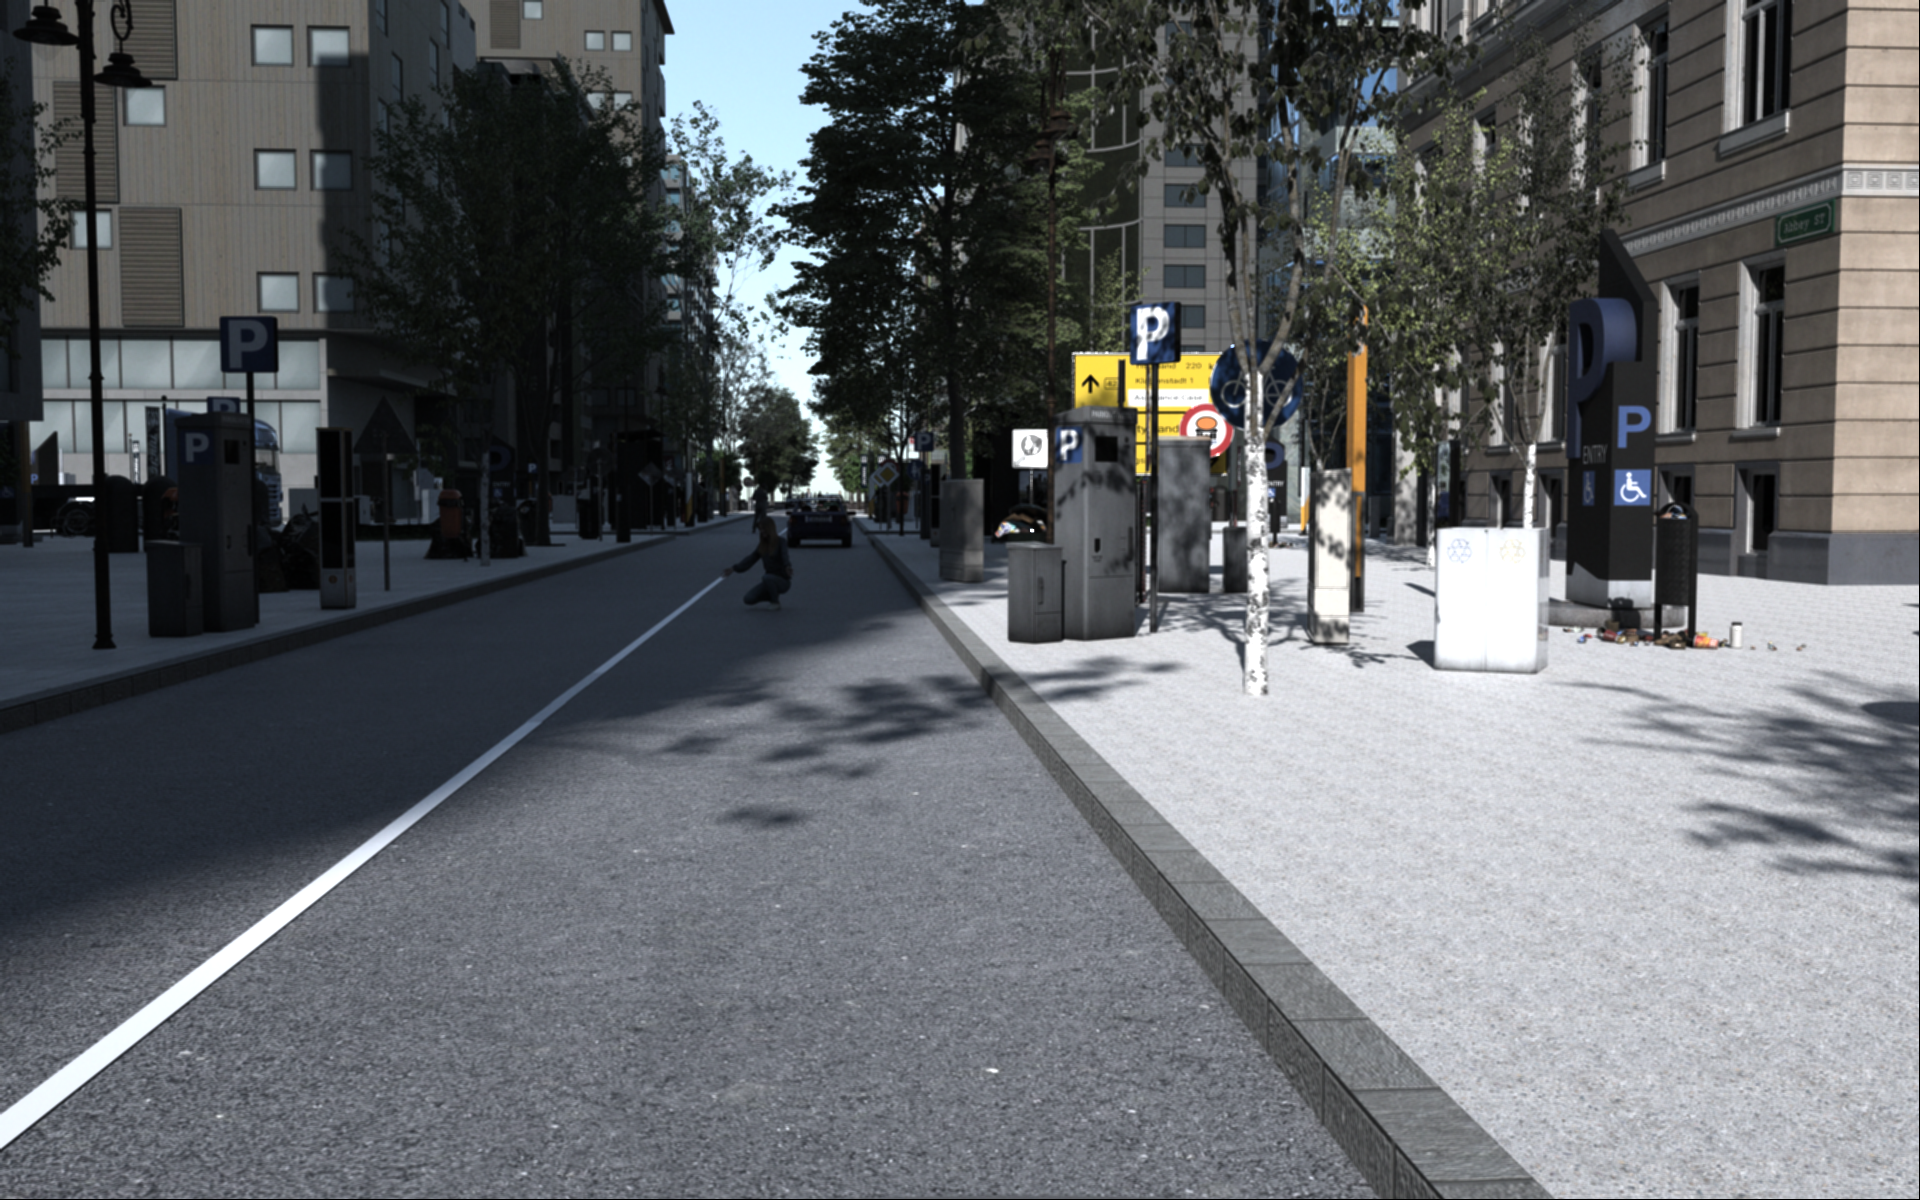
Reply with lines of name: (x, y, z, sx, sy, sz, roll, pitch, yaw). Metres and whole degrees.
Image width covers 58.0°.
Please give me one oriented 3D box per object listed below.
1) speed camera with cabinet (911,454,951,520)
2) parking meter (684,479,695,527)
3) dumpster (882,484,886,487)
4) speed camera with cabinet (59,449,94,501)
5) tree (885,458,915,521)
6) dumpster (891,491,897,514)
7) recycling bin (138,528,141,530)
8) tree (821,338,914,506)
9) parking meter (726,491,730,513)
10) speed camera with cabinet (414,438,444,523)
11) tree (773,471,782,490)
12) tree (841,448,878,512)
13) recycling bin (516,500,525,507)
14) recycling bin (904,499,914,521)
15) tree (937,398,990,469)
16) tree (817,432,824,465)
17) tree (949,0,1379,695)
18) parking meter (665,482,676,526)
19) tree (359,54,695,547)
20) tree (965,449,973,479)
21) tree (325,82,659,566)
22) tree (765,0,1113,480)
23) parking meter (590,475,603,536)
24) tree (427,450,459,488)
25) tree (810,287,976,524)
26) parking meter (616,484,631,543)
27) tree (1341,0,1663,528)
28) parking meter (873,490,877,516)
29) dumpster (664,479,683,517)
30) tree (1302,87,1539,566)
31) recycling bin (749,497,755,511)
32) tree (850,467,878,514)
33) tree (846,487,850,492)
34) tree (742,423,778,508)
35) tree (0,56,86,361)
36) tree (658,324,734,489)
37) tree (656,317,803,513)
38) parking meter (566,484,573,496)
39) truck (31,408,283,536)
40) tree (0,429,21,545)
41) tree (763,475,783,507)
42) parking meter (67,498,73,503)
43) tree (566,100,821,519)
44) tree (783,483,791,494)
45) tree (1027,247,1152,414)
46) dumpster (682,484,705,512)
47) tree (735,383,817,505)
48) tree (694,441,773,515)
speed camera with cabinet: (-1.352, -5.534, 84.823, 2.038, 3.252, 0.660, 0, 4, -3)
parking meter: (-10.674, -3.825, 68.247, 0.399, 1.863, 0.255, 0, 4, 1)
dumpster: (-3.686, -5.644, 94.769, 1.502, 2.255, 1.985, 0, 4, -4)
speed camera with cabinet: (-38.468, -4.972, 75.632, 2.038, 3.252, 0.660, 1, 4, 11)
tree: (-2.804, -5.428, 83.353, 1.663, 3.219, 1.824, 0, 3, 0)
dumpster: (-3.348, -5.202, 90.804, 1.264, 1.857, 1.865, 0, 4, -4)
recycling bin: (-29.331, -3.072, 62.786, 0.722, 1.027, 0.722, 1, 4, 21)
tree: (-10.185, -20.248, 186.943, 12.611, 20.169, 13.585, 0, 3, 0)
parking meter: (-15.825, -6.669, 117.456, 0.372, 1.533, 0.369, 0, 3, 0)
speed camera with cabinet: (-18.719, -4.085, 61.118, 0.660, 3.252, 2.038, -2, 4, -31)
tree: (-21.102, -12.489, 187.909, 4.285, 4.588, 4.351, 0, 3, 0)
tree: (-6.758, -8.531, 123.191, 4.285, 4.588, 4.351, 0, 3, 0)
recycling bin: (-19.630, -3.967, 77.419, 0.722, 1.027, 0.722, -2, 4, -30)
recycling bin: (-2.575, -4.234, 81.780, 0.722, 1.027, 0.722, 0, 4, 6)
tree: (0.281, -10.254, 118.018, 4.737, 8.622, 4.395, 0, 3, 0)
tree: (-25.807, -21.827, 263.532, 9.857, 13.997, 8.962, 0, 3, 0)
tree: (1.793, -3.687, 10.650, 4.360, 8.622, 3.978, 0, 3, 0)
parking meter: (-11.583, -3.890, 69.308, 0.399, 1.863, 0.255, 0, 4, -8)
tree: (-10.341, -7.122, 42.208, 9.928, 11.665, 9.643, 0, 3, 0)
tree: (1.088, -7.814, 111.469, 4.285, 4.588, 4.351, 0, 3, 0)
tree: (-8.682, -4.921, 30.816, 4.737, 8.622, 4.395, 0, 3, 0)
tree: (-0.354, -7.145, 34.950, 7.486, 12.596, 7.792, 0, 3, 0)
parking meter: (-11.098, -2.888, 52.927, 0.399, 1.863, 0.255, -1, 4, -14)
tree: (-23.308, -5.029, 76.822, 1.663, 3.219, 1.824, 0, 3, 0)
tree: (-2.820, -8.591, 74.868, 8.767, 10.594, 7.601, 1, 4, 21)
parking meter: (-8.920, -2.291, 45.866, 0.372, 1.533, 0.369, 0, 3, 0)
tree: (8.383, -4.611, 25.752, 4.360, 8.622, 3.978, 0, 3, 0)
parking meter: (-4.945, -5.753, 102.478, 0.372, 1.533, 0.369, 0, 3, 0)
dumpster: (-16.525, -5.876, 98.565, 1.502, 2.255, 1.985, 0, 4, -4)
tree: (8.220, -4.923, 30.856, 4.737, 8.622, 4.395, 0, 3, 0)
recycling bin: (-15.423, -7.215, 130.524, 0.722, 1.027, 0.722, 2, 4, 33)
tree: (-5.615, -7.063, 110.083, 1.663, 3.219, 1.824, 0, 3, 0)
tree: (-13.435, -13.770, 219.739, 1.663, 3.219, 1.824, 0, 3, 0)
tree: (-17.919, -12.779, 159.292, 4.360, 8.622, 3.978, 0, 3, 0)
tree: (-16.577, -4.786, 28.614, 4.737, 8.622, 4.395, 0, 3, 0)
tree: (-11.777, -7.601, 74.642, 4.737, 8.622, 4.395, 0, 3, 0)
tree: (-16.086, -12.835, 120.216, 12.009, 13.543, 11.850, 0, 3, 0)
parking meter: (-22.179, -5.669, 98.405, 0.399, 1.863, 0.255, -1, 4, -18)
truck: (-30.633, -3.967, 54.620, 18.799, 4.110, 2.967, 0, 4, -6)
tree: (-24.559, -3.034, 44.205, 1.663, 3.219, 1.824, 0, 3, 0)
tree: (-19.357, -11.110, 176.243, 1.663, 3.219, 1.824, 0, 3, 0)
parking meter: (-31.465, -3.217, 61.014, 0.372, 1.533, 0.369, 0, 3, 0)
tree: (-13.478, -14.088, 86.229, 12.611, 20.169, 13.585, 0, 3, 0)
tree: (-25.100, -15.359, 245.715, 1.663, 3.219, 1.824, 0, 3, 0)
tree: (3.960, -6.230, 52.215, 4.737, 8.622, 4.395, 0, 3, 0)
dumpster: (-15.065, -5.631, 97.817, 1.264, 1.857, 1.865, 0, 4, -4)
tree: (-21.727, -17.922, 199.674, 9.857, 13.997, 8.962, 0, 3, 0)
tree: (-14.875, -7.574, 107.542, 4.285, 4.588, 4.351, 0, 3, 0)
